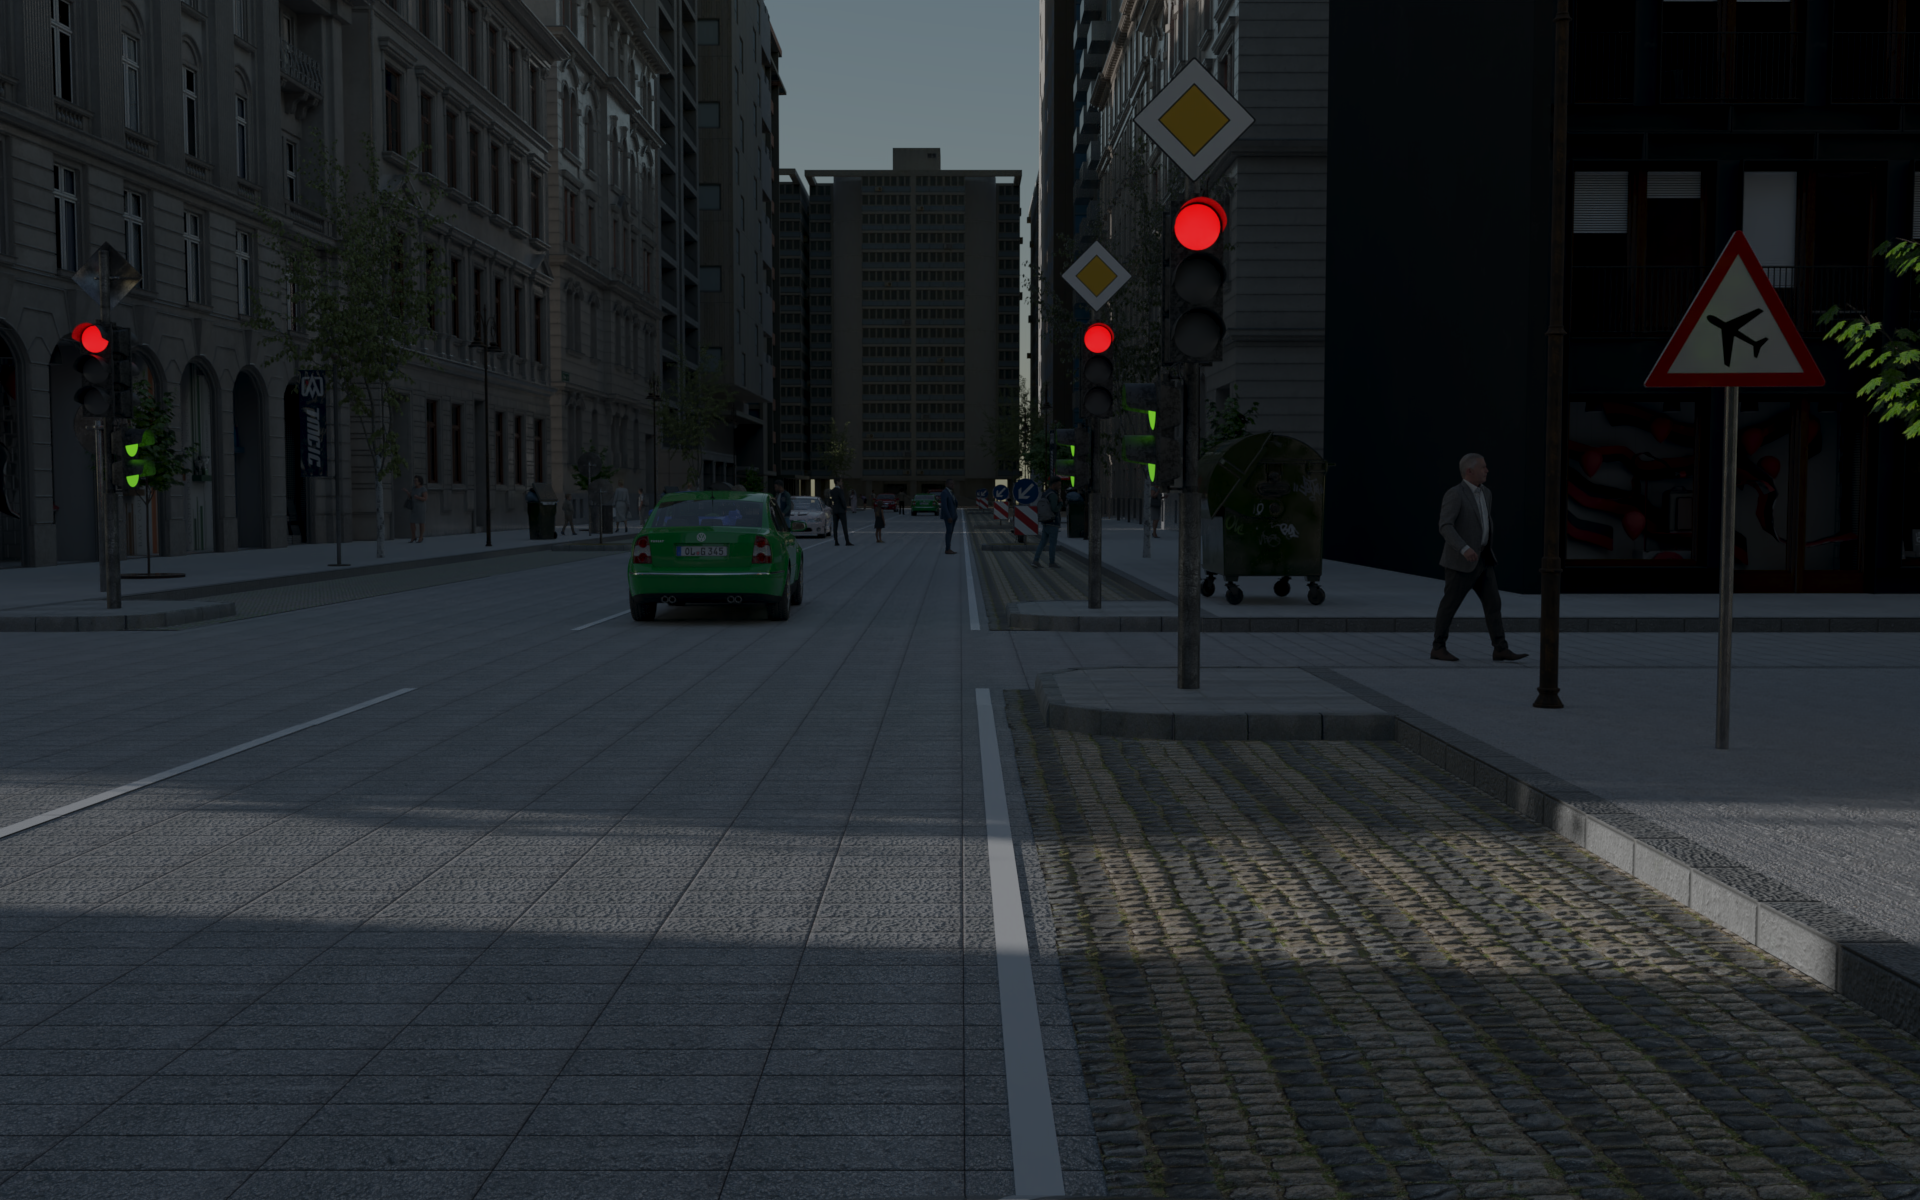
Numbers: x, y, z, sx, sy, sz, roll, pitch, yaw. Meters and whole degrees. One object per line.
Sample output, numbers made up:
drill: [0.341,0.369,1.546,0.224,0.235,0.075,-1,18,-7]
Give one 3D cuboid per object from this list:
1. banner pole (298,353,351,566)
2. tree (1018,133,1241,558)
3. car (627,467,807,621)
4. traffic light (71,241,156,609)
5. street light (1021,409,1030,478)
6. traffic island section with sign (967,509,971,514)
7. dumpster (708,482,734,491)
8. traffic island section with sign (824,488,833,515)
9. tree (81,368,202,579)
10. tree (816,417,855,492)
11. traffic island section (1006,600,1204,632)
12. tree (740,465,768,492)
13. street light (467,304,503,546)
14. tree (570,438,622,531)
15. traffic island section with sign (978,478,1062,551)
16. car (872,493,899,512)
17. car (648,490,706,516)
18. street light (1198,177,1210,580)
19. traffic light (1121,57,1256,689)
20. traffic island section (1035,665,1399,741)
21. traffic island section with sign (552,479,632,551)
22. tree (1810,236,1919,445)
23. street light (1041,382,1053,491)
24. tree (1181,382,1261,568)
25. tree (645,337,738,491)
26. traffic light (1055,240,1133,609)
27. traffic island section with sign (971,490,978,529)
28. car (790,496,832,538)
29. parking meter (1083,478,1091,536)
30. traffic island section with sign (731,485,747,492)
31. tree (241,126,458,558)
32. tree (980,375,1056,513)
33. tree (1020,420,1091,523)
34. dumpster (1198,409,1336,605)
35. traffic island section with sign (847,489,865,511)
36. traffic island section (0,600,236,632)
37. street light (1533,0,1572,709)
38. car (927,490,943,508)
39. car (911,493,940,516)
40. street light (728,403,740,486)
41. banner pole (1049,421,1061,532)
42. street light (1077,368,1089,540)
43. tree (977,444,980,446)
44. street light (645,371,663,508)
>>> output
banner pole: [-11.301,-2.491,30.747,0.863,3.779,0.401,0,4,-7]
tree: [3.600,-5.167,34.848,4.360,8.622,3.978,0,3,0]
car: [-2.862,-0.741,20.914,1.959,1.807,4.718,0,4,-2]
traffic light: [-9.468,-1.858,19.303,0.839,4.253,0.868,0,3,0]
street light: [3.547,-7.420,94.112,0.468,5.910,1.993,0,3,0]
traffic island section with sign: [1.564,-6.950,122.265,1.989,1.847,2.006,0,3,0]
dumpster: [-11.600,-4.803,84.286,1.264,1.857,1.865,0,4,0]
traffic island section with sign: [-9.163,-6.885,121.197,1.989,1.847,2.006,0,3,0]
tree: [-12.407,-1.960,26.650,1.663,3.219,1.824,0,3,0]
tree: [-11.653,-13.132,165.065,4.737,8.622,4.395,0,3,0]
traffic island section: [1.534,0.174,19.431,2.009,0.180,2.903,0,3,0]
tree: [-12.552,-6.675,103.733,1.663,3.219,1.824,0,3,0]
street light: [-11.554,-4.251,42.292,0.468,5.910,1.993,0,3,0]
tree: [-12.846,-4.022,60.363,1.663,3.219,1.824,0,3,0]
traffic island section with sign: [1.540,-2.165,44.030,1.989,1.847,2.006,0,3,0]
car: [-5.865,-7.887,137.993,2.155,1.783,4.494,0,4,1]
car: [-5.600,-1.672,36.937,1.945,1.707,3.694,0,4,0]
street light: [3.523,-3.234,25.667,0.468,5.910,1.993,0,3,0]
traffic light: [1.492,-1.371,11.332,0.839,4.253,0.868,0,3,0]
traffic island section: [1.532,0.663,11.446,2.009,0.180,2.903,0,3,0]
traffic island section with sign: [-9.182,-2.166,44.041,1.989,1.847,2.006,0,3,0]
tree: [4.448,-0.734,6.601,1.663,3.219,1.824,0,3,0]
street light: [3.557,-6.039,71.522,0.468,5.910,1.993,0,3,0]
tree: [4.740,-2.164,29.988,1.663,3.219,1.824,0,3,0]
tree: [-12.440,-7.959,80.486,4.737,8.622,4.395,0,3,0]
traffic light: [1.494,-1.859,19.317,0.839,4.253,0.868,0,3,0]
traffic island section with sign: [1.560,-3.838,71.383,1.989,1.847,2.006,0,3,0]
car: [-5.276,-2.758,57.458,2.083,1.381,4.827,0,4,-1]
parking meter: [3.906,-2.885,52.888,0.255,1.863,0.399,-3,5,-41]
traffic island section with sign: [-9.171,-3.869,71.880,1.989,1.847,2.006,0,3,0]
tree: [-11.811,-5.143,34.445,4.737,8.622,4.395,0,3,0]
tree: [4.304,-9.517,105.968,4.737,8.622,4.395,0,3,0]
tree: [4.346,-5.666,76.360,4.285,4.588,4.351,0,3,0]
dumpster: [3.579,-1.114,20.708,1.502,2.255,1.985,0,3,0]
traffic island section with sign: [-9.144,-8.534,148.152,1.989,1.847,2.006,0,3,0]
traffic island section: [-9.508,0.174,19.438,2.009,0.180,2.903,0,3,0]
street light: [3.543,-2.291,10.253,0.468,5.910,1.993,0,3,0]
car: [-1.917,-8.391,145.864,2.281,1.827,5.304,0,4,1]
car: [-2.284,-6.467,114.534,1.959,1.807,4.718,0,4,1]
street light: [-11.422,-7.023,87.614,0.468,5.910,1.993,0,3,0]
banner pole: [3.194,-4.235,59.256,0.401,3.779,0.863,-1,4,-16]
street light: [3.527,-4.615,48.249,0.468,5.910,1.993,0,3,0]
tree: [3.517,-10.254,118.023,4.737,8.622,4.395,0,3,0]
street light: [-11.460,-5.642,65.032,0.468,5.910,1.993,0,3,0]
